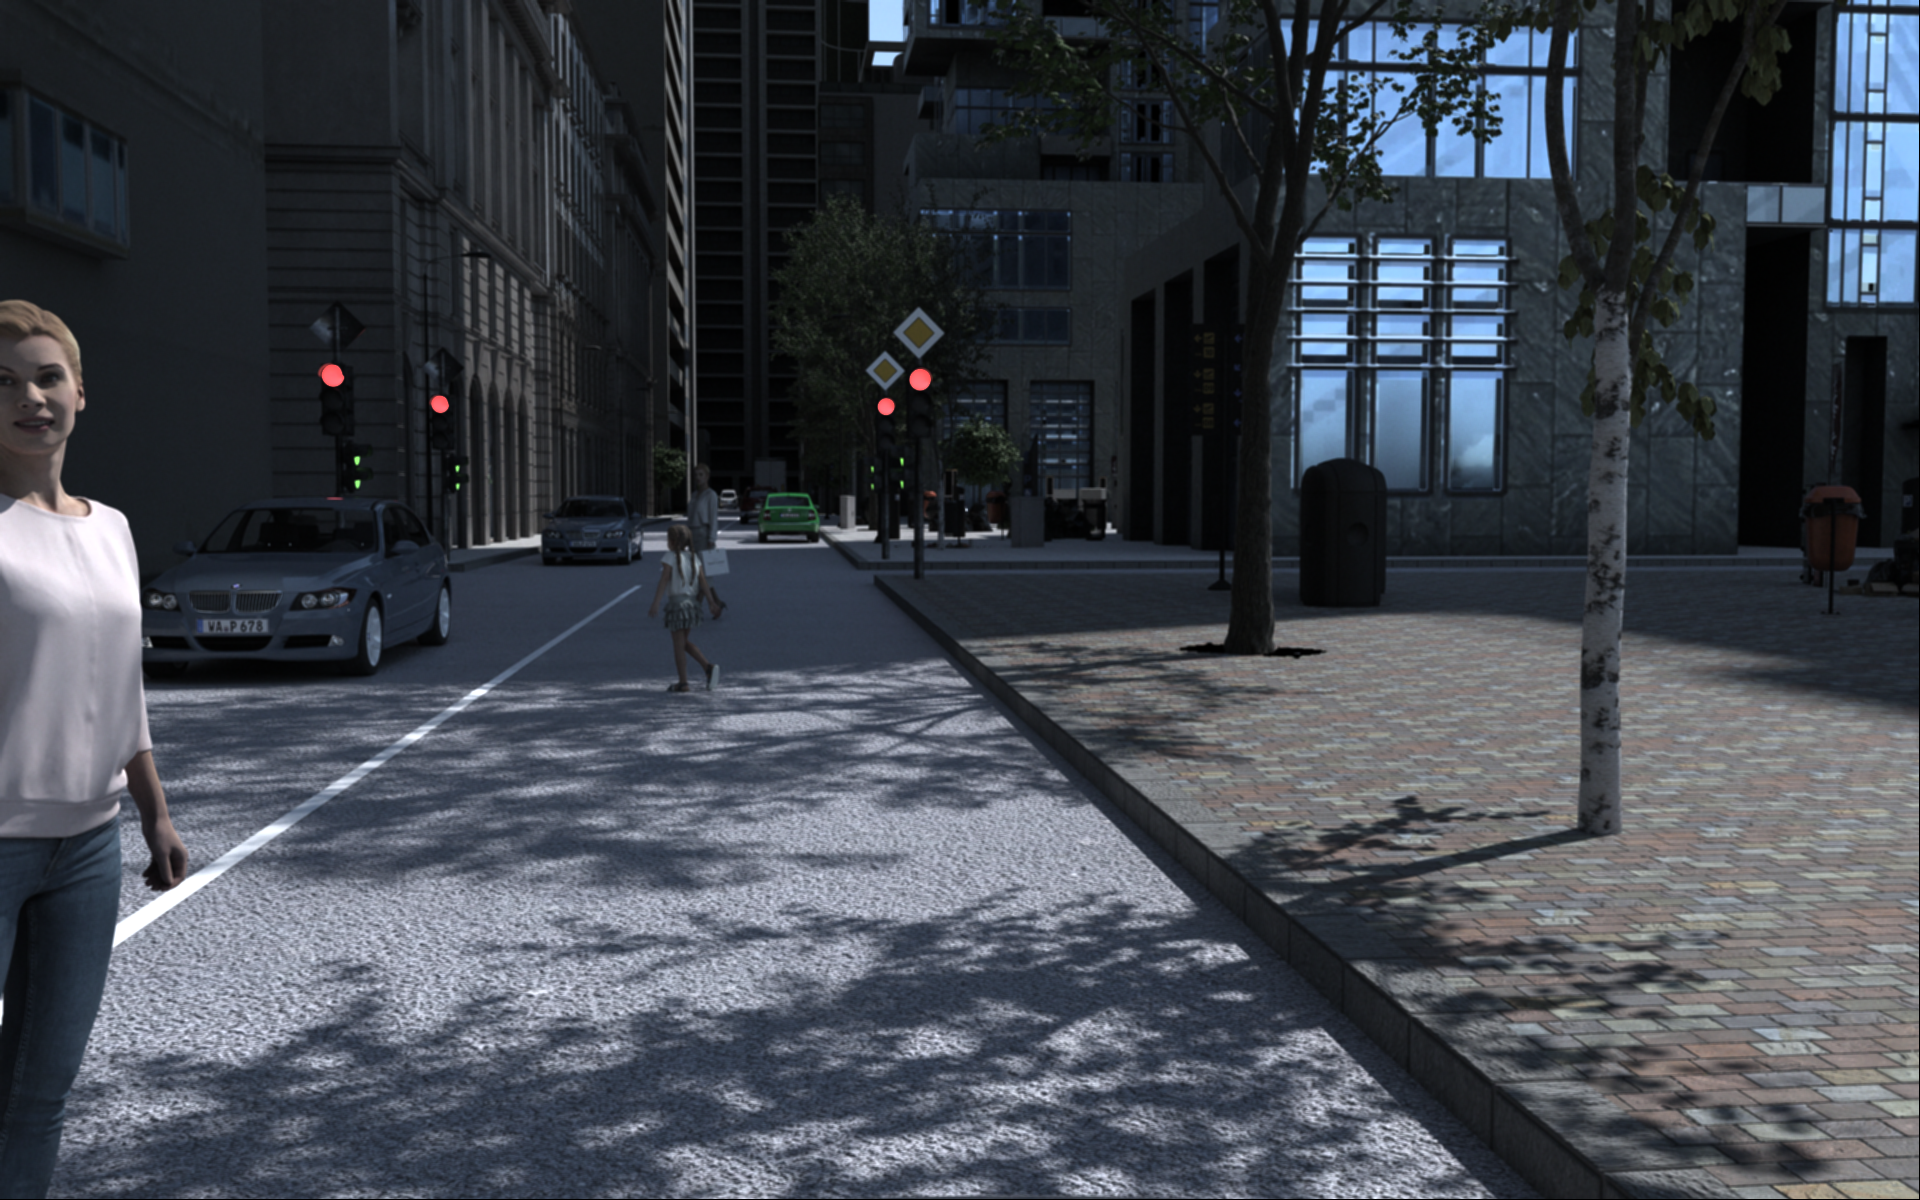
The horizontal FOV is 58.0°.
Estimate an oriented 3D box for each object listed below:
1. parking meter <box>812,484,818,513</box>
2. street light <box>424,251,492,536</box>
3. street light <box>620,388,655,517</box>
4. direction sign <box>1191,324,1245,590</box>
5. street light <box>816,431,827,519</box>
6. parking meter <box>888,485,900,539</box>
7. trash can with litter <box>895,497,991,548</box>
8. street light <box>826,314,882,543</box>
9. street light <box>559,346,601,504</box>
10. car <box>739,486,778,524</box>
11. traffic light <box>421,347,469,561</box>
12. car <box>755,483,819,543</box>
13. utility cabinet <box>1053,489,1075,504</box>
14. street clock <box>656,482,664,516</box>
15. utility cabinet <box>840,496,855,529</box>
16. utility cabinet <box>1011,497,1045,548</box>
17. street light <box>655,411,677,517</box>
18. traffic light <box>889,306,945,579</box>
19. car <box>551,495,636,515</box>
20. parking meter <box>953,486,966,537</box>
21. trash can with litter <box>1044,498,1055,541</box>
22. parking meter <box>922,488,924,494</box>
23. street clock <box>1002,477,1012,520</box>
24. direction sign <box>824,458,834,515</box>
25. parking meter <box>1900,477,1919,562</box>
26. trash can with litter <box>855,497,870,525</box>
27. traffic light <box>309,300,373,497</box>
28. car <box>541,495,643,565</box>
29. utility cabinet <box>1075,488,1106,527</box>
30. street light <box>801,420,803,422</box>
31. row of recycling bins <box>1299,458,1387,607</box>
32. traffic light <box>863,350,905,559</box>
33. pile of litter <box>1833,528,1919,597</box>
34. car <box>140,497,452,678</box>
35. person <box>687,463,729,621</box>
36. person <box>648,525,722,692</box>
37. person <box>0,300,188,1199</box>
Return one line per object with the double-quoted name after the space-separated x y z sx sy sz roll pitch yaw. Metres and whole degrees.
-8.164 -5.619 97.586 0.255 1.863 0.399 -2 4 -34 "parking meter"
-9.665 -3.713 33.255 1.470 5.913 1.316 0 4 -6 "street light"
-14.241 -6.305 75.629 1.470 5.913 1.316 0 4 -6 "street light"
3.514 -1.904 23.129 0.876 3.537 0.379 0 4 -4 "direction sign"
-5.112 -5.745 66.467 1.470 5.913 1.316 0 4 -6 "street light"
-1.892 -2.488 49.084 0.372 1.533 0.369 0 3 0 "parking meter"
-0.512 -1.869 41.617 2.233 1.210 1.678 2 4 32 "trash can with litter"
-2.634 -4.428 44.939 1.470 5.913 1.316 0 4 -6 "street light"
-11.990 -5.013 54.509 1.470 5.913 1.316 0 4 -6 "street light"
-9.610 -4.606 83.987 2.281 1.827 5.304 0 4 -5 "car"
-9.846 -2.702 33.099 0.839 4.253 0.868 0 4 -6 "traffic light"
-5.212 -2.663 52.343 1.959 1.807 4.718 0 4 -7 "car"
4.487 -4.116 75.976 1.173 1.500 0.318 -1 4 -22 "utility cabinet"
-17.495 -5.888 100.843 0.471 2.002 0.358 0 4 4 "street clock"
-4.133 -3.222 63.840 0.306 1.237 1.020 1 4 14 "utility cabinet"
1.625 -1.865 41.661 0.306 1.237 1.020 3 4 37 "utility cabinet"
-16.483 -7.600 96.807 1.470 5.913 1.316 0 4 -6 "street light"
-0.639 -2.272 26.060 0.839 4.253 0.868 0 4 -6 "traffic light"
-8.771 -1.822 41.798 2.014 1.417 4.499 0 4 -4 "car"
-0.030 -2.635 51.494 0.372 1.533 0.369 0 3 0 "parking meter"
2.088 -2.178 47.000 0.624 1.170 1.055 -3 5 -40 "trash can with litter"
-1.649 -3.795 70.466 0.372 1.533 0.369 0 3 0 "parking meter"
2.017 -4.255 74.136 0.358 2.002 0.471 3 4 36 "street clock"
-8.191 -7.103 108.134 0.876 3.537 0.379 3 5 41 "direction sign"
13.403 -0.970 24.279 0.372 1.533 0.369 0 3 0 "parking meter"
-3.950 -3.717 72.159 0.624 1.170 1.055 2 4 26 "trash can with litter"
-9.002 -2.216 25.158 0.839 4.253 0.868 0 4 -6 "traffic light"
-7.684 -1.496 36.460 2.014 1.417 4.499 0 4 -6 "car"
5.054 -3.524 66.293 0.318 1.500 1.173 -3 5 -43 "utility cabinet"
-7.286 -7.037 87.596 1.470 5.913 1.316 0 4 -6 "street light"
4.699 -0.863 21.216 1.069 1.692 3.534 1 4 15 "row of recycling bins"
-1.484 -2.757 34.001 0.839 4.253 0.868 0 4 -6 "traffic light"
11.921 -0.480 21.813 1.176 0.858 1.719 -1 4 -22 "pile of litter"
-5.628 -0.189 15.091 2.014 1.417 4.499 0 4 -5 "car"
-2.857 -0.654 19.554 0.624 1.780 0.694 -2 4 -32 "person"
-1.995 0.064 12.470 0.382 1.210 0.505 3 4 37 "person"
-1.677 0.392 2.759 0.598 1.740 0.731 1 4 9 "person"
